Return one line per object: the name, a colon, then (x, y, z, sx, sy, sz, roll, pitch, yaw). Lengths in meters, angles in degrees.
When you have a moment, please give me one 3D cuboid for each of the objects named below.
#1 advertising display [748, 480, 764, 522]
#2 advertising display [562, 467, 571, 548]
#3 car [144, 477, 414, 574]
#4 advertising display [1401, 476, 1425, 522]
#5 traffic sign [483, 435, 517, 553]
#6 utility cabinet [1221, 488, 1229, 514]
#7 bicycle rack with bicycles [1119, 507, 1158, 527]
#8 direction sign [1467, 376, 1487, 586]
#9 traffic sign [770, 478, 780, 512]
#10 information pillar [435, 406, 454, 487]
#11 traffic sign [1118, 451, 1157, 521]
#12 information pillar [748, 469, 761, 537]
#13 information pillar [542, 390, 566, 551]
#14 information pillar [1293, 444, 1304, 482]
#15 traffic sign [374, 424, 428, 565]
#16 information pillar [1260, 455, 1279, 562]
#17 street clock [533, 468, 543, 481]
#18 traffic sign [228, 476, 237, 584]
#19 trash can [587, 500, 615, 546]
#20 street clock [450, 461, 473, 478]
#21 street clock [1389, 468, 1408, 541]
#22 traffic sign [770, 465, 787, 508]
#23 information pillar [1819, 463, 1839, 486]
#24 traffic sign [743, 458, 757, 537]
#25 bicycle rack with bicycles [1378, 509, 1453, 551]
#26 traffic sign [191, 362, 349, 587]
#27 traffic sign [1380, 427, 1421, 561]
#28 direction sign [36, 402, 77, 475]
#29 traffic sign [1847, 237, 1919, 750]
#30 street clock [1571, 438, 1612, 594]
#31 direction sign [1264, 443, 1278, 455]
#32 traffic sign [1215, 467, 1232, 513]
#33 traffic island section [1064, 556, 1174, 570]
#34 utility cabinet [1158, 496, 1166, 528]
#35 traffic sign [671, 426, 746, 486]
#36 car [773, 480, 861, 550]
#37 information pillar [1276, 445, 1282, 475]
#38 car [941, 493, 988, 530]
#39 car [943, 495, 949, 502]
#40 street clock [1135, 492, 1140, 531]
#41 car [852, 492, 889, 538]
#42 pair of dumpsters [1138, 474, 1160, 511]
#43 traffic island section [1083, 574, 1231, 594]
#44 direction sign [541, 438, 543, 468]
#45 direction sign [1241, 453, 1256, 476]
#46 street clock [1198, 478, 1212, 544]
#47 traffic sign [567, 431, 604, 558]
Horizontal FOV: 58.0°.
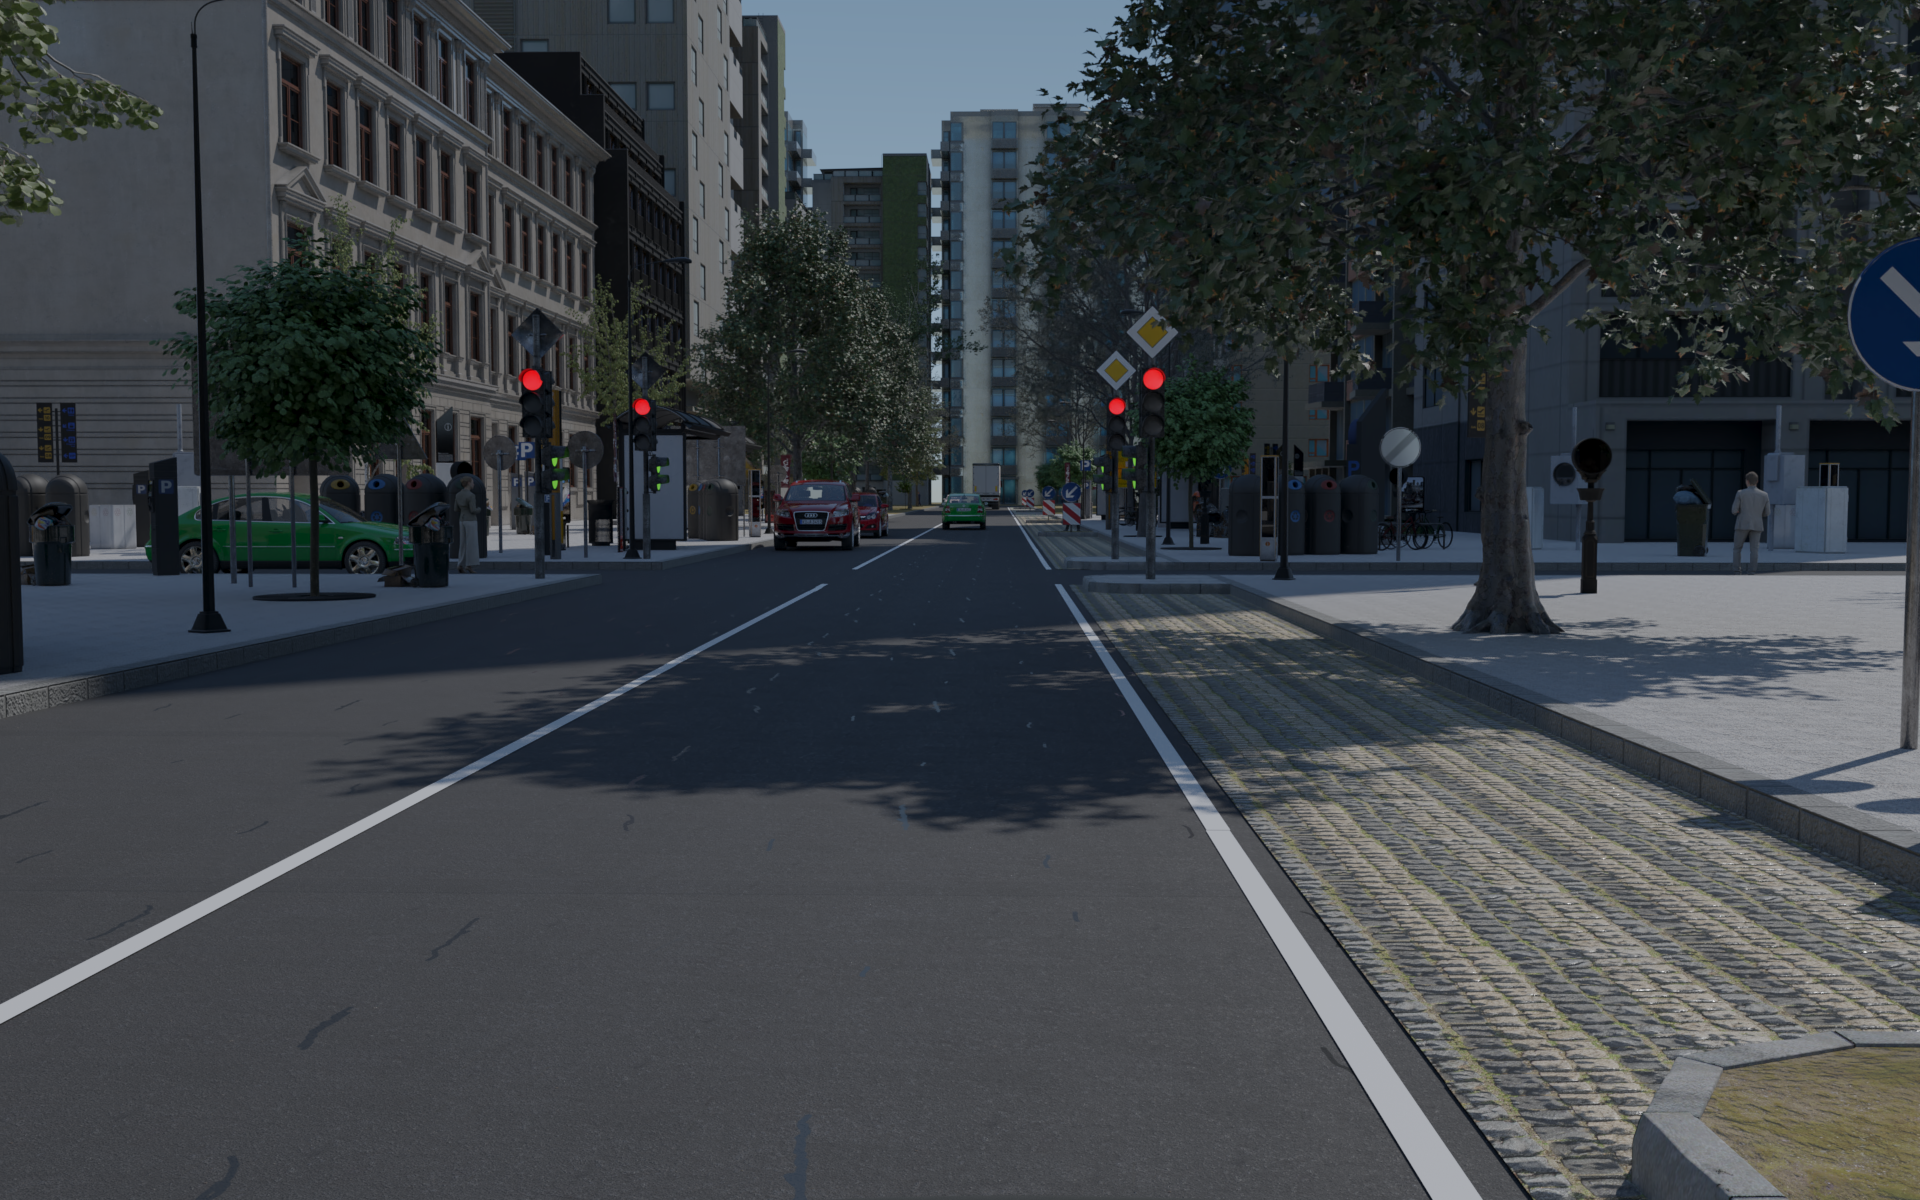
advertising display: (-9.436, -4.579, 80.086, 0.123, 1.923, 0.974, 3, 4, 36)
advertising display: (-9.469, -2.192, 41.050, 0.123, 1.923, 0.974, 1, 4, 9)
car: (-11.137, -1.245, 29.150, 4.718, 1.807, 1.959, 0, 4, 0)
advertising display: (16.257, -3.502, 62.476, 0.974, 1.923, 0.123, 2, 4, 30)
traffic sign: (-9.989, -2.293, 37.596, 0.768, 2.556, 0.104, 1, 4, 10)
utility cabinet: (9.815, -3.349, 63.428, 1.173, 1.500, 0.318, -2, 4, -34)
bicycle rack with bicycles: (7.439, -3.403, 69.019, 2.925, 0.926, 2.852, 3, 4, 38)
direction sign: (7.383, -1.965, 24.130, 0.876, 3.537, 0.379, -2, 4, -30)
traffic sign: (-8.739, -5.031, 82.253, 0.884, 2.594, 0.081, 0, 4, 6)
information pillar: (-13.709, -3.352, 46.160, 0.504, 3.616, 0.183, -3, 5, -44)
traffic sign: (7.950, -5.252, 79.735, 2.265, 3.308, 0.079, 1, 4, 11)
information pillar: (-6.079, -2.862, 51.288, 0.304, 2.012, 0.304, -1, 4, -20)
information pillar: (-9.235, -2.933, 39.304, 0.504, 3.616, 0.183, 1, 4, 19)
information pillar: (15.879, -5.506, 81.371, 0.504, 3.616, 0.183, -1, 4, -12)
traffic sign: (-8.635, -1.633, 26.707, 0.884, 2.594, 0.081, 1, 4, 9)
information pillar: (5.888, -1.742, 32.973, 0.304, 2.012, 0.304, 1, 4, 19)
street clock: (-11.793, -2.717, 48.997, 0.471, 2.002, 0.358, 0, 4, 5)
traffic sign: (-10.415, -1.508, 24.767, 0.768, 2.556, 0.104, 1, 4, 9)
trash can: (-8.903, -1.912, 42.914, 0.748, 1.137, 0.748, 0, 3, 0)
street clock: (-11.013, -2.064, 38.319, 0.358, 2.002, 0.471, 2, 4, 32)
street clock: (12.059, -2.637, 47.685, 0.471, 2.002, 0.358, 3, 5, 44)
traffic sign: (-7.894, -4.584, 75.054, 0.768, 2.556, 0.104, 0, 4, 6)
information pillar: (20.617, -2.241, 41.131, 0.304, 2.012, 0.304, -1, 4, -20)
traffic sign: (-6.489, -3.110, 52.026, 0.795, 2.450, 0.064, 0, 4, 2)
bicycle rack with bicycles: (10.256, -1.657, 40.479, 2.925, 0.926, 2.852, -1, 4, -20)
traffic sign: (-9.457, -1.826, 23.731, 2.265, 3.308, 0.079, 0, 4, 8)
traffic sign: (8.407, -2.021, 33.143, 0.768, 2.556, 0.104, 0, 4, 8)
direction sign: (-22.359, -3.116, 42.943, 0.876, 3.537, 0.379, -1, 4, -16)
traffic sign: (4.784, -0.523, 8.653, 0.768, 2.556, 0.104, 0, 4, 4)
street clock: (8.137, -1.088, 22.360, 0.471, 2.002, 0.358, 1, 4, 12)
direction sign: (13.940, -5.242, 77.696, 0.876, 3.537, 0.379, -3, 4, -37)
traffic sign: (8.705, -3.539, 57.971, 0.768, 2.556, 0.104, 0, 4, 5)
traffic island section: (3.072, -0.721, 34.070, 2.009, 0.180, 2.903, 0, 4, 1)
utility cabinet: (8.046, -3.361, 66.116, 1.020, 1.237, 0.306, 3, 5, 41)
traffic sign: (-7.533, -3.544, 51.812, 2.265, 3.308, 0.079, 0, 4, 5)
car: (-3.732, -2.267, 45.739, 2.281, 1.827, 5.304, 0, 4, 0)
information pillar: (14.225, -5.219, 76.678, 0.504, 3.616, 0.183, 3, 5, 42)
car: (0.185, -3.814, 71.152, 1.959, 1.807, 4.718, 0, 4, 1)
car: (-0.565, -9.355, 165.308, 2.083, 1.381, 4.827, 0, 4, 0)
street clock: (6.249, -3.407, 60.282, 0.358, 2.002, 0.471, -2, 4, -30)
car: (-3.412, -2.980, 57.767, 2.155, 1.783, 4.494, 0, 4, 2)
pair of dumpsters: (9.449, -4.899, 82.599, 1.574, 2.255, 4.437, 0, 4, 1)
traffic island section: (2.892, -0.233, 26.087, 2.009, 0.180, 2.903, 0, 4, 1)
direction sign: (-16.533, -4.713, 69.049, 0.379, 3.537, 0.876, 3, 4, 36)
direction sign: (15.985, -6.360, 95.982, 0.876, 3.537, 0.379, 3, 5, 39)
street clock: (6.284, -2.437, 44.415, 0.358, 2.002, 0.471, 2, 4, 29)
traffic sign: (-7.537, -2.123, 34.817, 0.768, 2.556, 0.104, 0, 4, 7)
